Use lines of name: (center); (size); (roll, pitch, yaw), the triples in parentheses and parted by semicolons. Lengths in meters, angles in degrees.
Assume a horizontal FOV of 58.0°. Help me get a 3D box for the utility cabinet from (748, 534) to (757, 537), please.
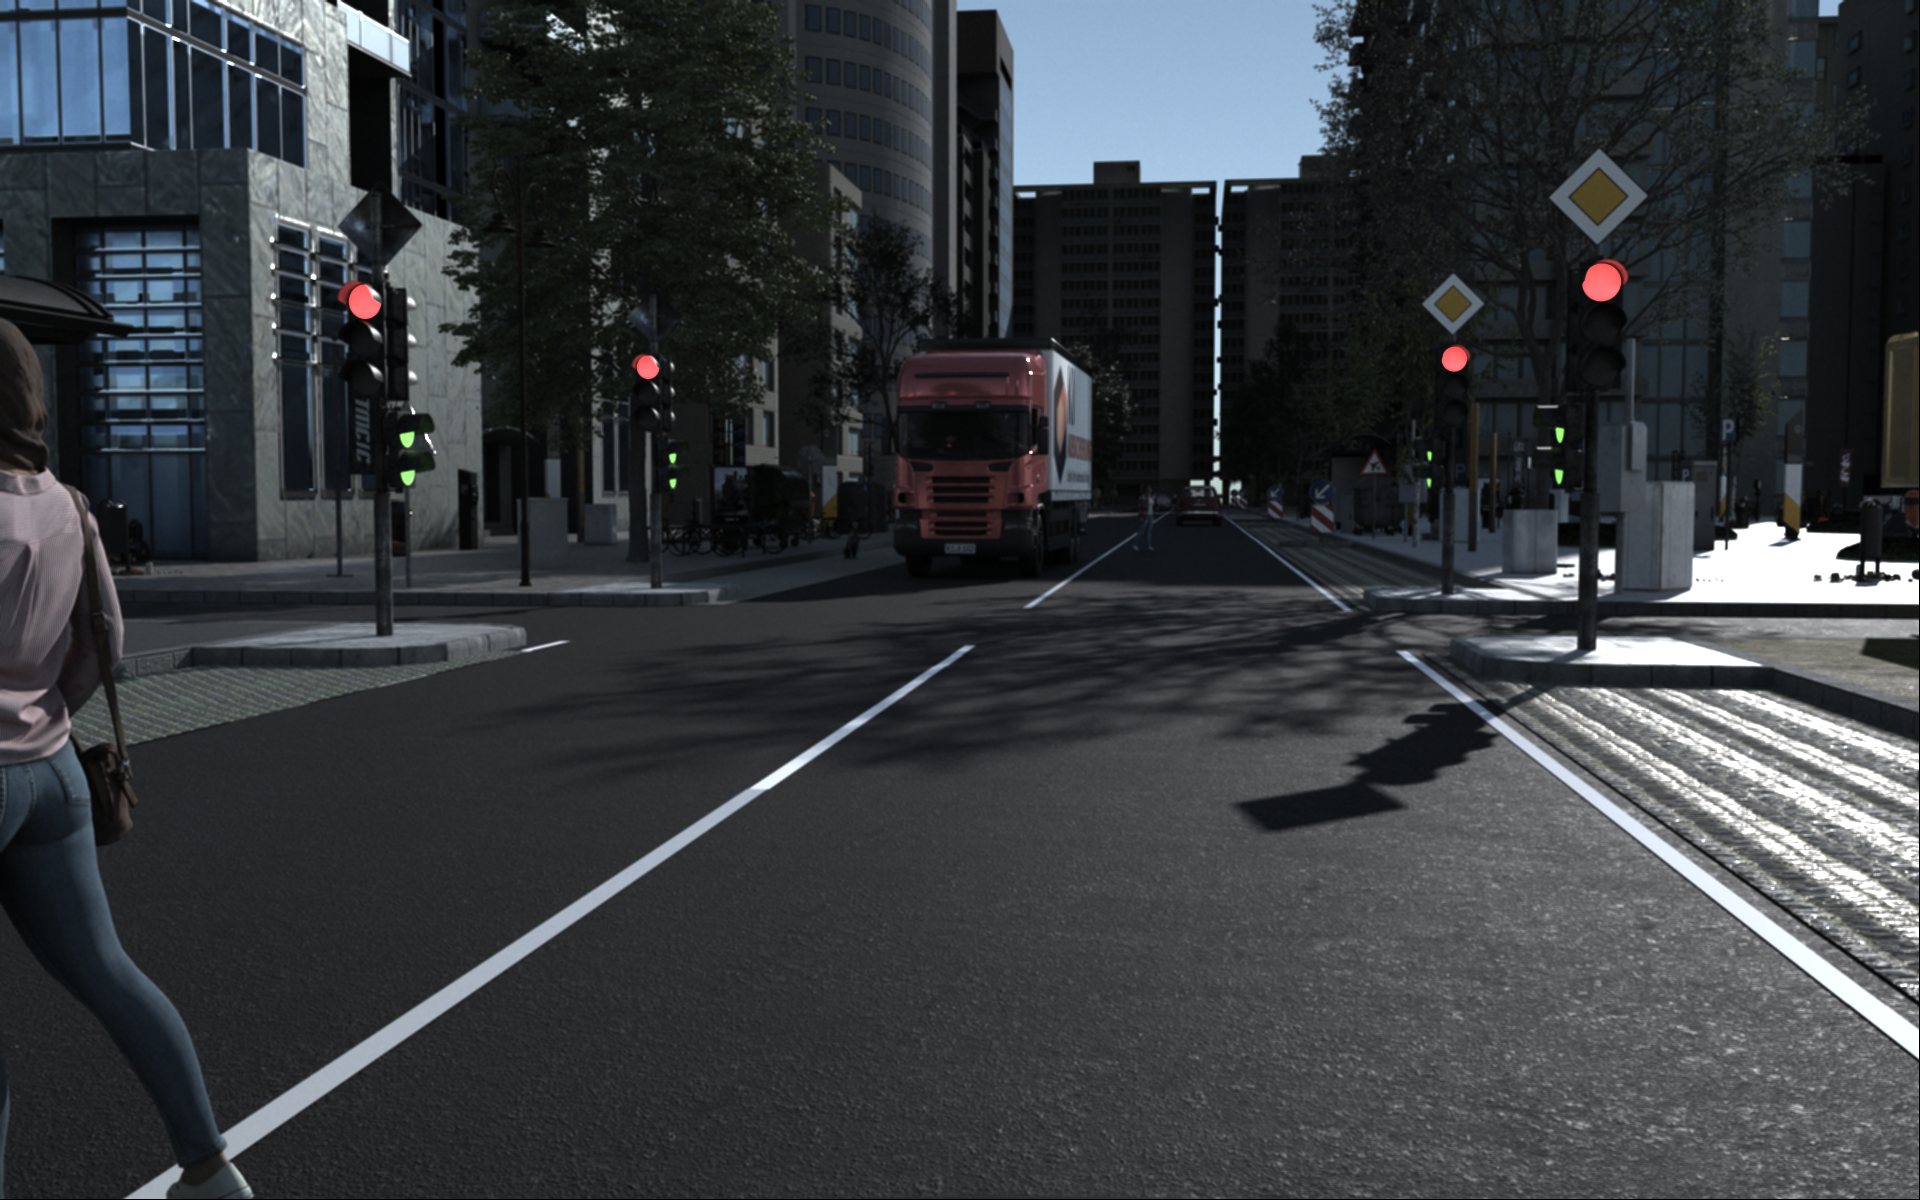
utility cabinet: (-6.355, -2.451, 51.239); (1.020, 1.237, 0.306); (1, 4, 22)

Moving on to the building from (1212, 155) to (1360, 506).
building: (42.090, -31.147, 201.130); (23.993, 40.220, 32.217); (0, 4, 8)

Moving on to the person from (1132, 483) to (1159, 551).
person: (4.723, -2.119, 43.989); (0.563, 1.720, 0.643); (-3, 4, -39)

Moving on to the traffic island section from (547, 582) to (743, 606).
traffic island section: (-4.166, -0.084, 23.652); (2.009, 0.180, 2.903); (0, 4, 8)

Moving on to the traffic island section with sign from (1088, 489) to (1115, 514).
traffic island section with sign: (9.922, -7.105, 124.795); (1.989, 1.847, 2.006); (0, 4, 8)

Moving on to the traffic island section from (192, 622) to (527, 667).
traffic island section: (-5.242, 0.400, 15.739); (2.009, 0.180, 2.903); (0, 4, 8)

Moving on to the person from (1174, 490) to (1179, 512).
person: (17.784, -8.130, 141.977); (0.434, 1.755, 0.990); (1, 4, 10)

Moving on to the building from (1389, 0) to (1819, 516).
building: (42.015, -30.325, 115.419); (23.786, 49.044, 30.456); (0, 4, 8)

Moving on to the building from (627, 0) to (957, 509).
building: (-12.522, -35.041, 114.915); (21.231, 58.520, 28.212); (0, 4, 8)

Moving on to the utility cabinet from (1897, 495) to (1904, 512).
utility cabinet: (42.342, -4.116, 78.457); (1.020, 1.237, 0.306); (-2, 4, -29)

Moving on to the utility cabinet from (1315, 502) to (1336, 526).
utility cabinet: (14.814, -3.711, 69.358); (1.173, 1.500, 0.318); (0, 4, -3)

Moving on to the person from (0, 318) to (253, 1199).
person: (-1.695, 0.361, 3.193); (0.643, 1.750, 0.593); (1, 4, 10)

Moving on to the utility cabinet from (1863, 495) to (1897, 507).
utility cabinet: (34.966, -3.350, 65.936); (1.020, 1.237, 0.306); (3, 4, 37)

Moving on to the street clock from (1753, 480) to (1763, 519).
street clock: (40.229, -5.063, 87.353); (0.471, 2.002, 0.358); (-3, 4, -37)

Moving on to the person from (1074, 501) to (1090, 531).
person: (4.664, -3.566, 66.646); (0.661, 1.843, 0.795); (-2, 4, -24)

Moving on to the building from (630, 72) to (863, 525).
building: (-21.252, -14.793, 86.898); (27.650, 21.520, 28.899); (0, 4, 8)

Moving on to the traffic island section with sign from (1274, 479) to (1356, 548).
traffic island section with sign: (9.643, -2.341, 46.911); (1.989, 1.847, 2.006); (0, 4, 8)

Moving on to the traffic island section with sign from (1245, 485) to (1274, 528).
traffic island section with sign: (13.368, -4.015, 74.273); (1.989, 1.847, 2.006); (0, 4, 8)

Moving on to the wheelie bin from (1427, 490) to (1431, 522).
wheelie bin: (21.890, -4.397, 79.798); (0.980, 1.594, 0.693); (1, 4, 14)

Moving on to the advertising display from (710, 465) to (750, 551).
advertising display: (-5.170, -2.064, 38.961); (0.974, 1.923, 0.123); (-3, 5, -41)

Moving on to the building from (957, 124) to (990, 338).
building: (-5.408, -22.289, 136.121); (14.160, 30.474, 14.107); (0, 4, 8)

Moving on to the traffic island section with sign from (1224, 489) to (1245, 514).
traffic island section with sign: (20.096, -7.043, 123.788); (1.989, 1.847, 2.006); (0, 4, 8)

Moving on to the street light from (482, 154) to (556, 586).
street light: (-6.070, -3.134, 24.021); (0.468, 5.910, 1.993); (0, 4, 8)

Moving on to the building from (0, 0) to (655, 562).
building: (-22.204, -44.902, 46.817); (22.319, 86.520, 31.000); (0, 4, 8)

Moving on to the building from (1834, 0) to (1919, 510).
building: (87.597, -31.842, 144.323); (21.600, 48.544, 21.300); (0, 4, 8)

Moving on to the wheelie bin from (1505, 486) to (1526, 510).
wheelie bin: (21.555, -3.625, 67.184); (0.693, 1.594, 0.980); (2, 4, 32)

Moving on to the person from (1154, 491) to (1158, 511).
person: (16.985, -8.595, 149.966); (0.436, 1.711, 0.756); (1, 4, 17)

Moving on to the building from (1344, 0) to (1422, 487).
building: (44.168, -30.042, 145.810); (22.147, 44.769, 28.867); (0, 4, 8)

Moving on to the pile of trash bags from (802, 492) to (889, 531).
pile of trash bags: (-4.109, -3.097, 60.384); (3.447, 1.369, 1.912); (1, 4, 23)

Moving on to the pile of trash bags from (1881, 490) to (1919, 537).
pile of trash bags: (22.870, -1.943, 41.528); (1.912, 1.369, 3.447); (2, 4, 27)

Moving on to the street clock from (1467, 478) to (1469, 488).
street clock: (23.067, -4.541, 78.819); (0.358, 2.002, 0.471); (2, 4, 28)

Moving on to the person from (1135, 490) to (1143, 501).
person: (13.986, -7.667, 134.377); (0.721, 1.766, 1.217); (3, 5, 42)

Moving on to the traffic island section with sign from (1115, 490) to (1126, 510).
traffic island section with sign: (13.571, -8.749, 151.678); (1.989, 1.847, 2.006); (0, 4, 8)

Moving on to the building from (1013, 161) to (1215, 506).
building: (18.393, -31.379, 204.923); (23.993, 40.220, 32.217); (0, 4, 8)

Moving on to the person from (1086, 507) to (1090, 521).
person: (6.700, -5.190, 93.213); (0.638, 1.841, 0.748); (-3, 4, -37)

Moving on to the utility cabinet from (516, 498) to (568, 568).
utility cabinet: (-7.318, -1.175, 30.371); (0.306, 1.237, 1.020); (2, 4, 27)

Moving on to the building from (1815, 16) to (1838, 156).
building: (90.118, -36.926, 192.977); (27.495, 52.752, 28.713); (0, 4, 8)

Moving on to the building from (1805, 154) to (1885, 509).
building: (70.208, -23.194, 150.929); (14.107, 30.474, 14.160); (0, 4, 8)

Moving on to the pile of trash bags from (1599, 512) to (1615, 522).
pile of trash bags: (26.777, -4.022, 75.505); (3.447, 1.369, 1.912); (-2, 4, -24)

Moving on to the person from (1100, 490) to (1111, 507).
person: (15.196, -10.480, 179.930); (1.350, 1.814, 0.705); (0, 4, 3)

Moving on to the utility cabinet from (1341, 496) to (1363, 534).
utility cabinet: (12.744, -2.765, 56.367); (0.306, 1.237, 1.020); (-1, 4, -15)

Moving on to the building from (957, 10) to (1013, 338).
building: (-2.889, -31.180, 159.903); (14.200, 45.320, 14.600); (0, 4, 8)
